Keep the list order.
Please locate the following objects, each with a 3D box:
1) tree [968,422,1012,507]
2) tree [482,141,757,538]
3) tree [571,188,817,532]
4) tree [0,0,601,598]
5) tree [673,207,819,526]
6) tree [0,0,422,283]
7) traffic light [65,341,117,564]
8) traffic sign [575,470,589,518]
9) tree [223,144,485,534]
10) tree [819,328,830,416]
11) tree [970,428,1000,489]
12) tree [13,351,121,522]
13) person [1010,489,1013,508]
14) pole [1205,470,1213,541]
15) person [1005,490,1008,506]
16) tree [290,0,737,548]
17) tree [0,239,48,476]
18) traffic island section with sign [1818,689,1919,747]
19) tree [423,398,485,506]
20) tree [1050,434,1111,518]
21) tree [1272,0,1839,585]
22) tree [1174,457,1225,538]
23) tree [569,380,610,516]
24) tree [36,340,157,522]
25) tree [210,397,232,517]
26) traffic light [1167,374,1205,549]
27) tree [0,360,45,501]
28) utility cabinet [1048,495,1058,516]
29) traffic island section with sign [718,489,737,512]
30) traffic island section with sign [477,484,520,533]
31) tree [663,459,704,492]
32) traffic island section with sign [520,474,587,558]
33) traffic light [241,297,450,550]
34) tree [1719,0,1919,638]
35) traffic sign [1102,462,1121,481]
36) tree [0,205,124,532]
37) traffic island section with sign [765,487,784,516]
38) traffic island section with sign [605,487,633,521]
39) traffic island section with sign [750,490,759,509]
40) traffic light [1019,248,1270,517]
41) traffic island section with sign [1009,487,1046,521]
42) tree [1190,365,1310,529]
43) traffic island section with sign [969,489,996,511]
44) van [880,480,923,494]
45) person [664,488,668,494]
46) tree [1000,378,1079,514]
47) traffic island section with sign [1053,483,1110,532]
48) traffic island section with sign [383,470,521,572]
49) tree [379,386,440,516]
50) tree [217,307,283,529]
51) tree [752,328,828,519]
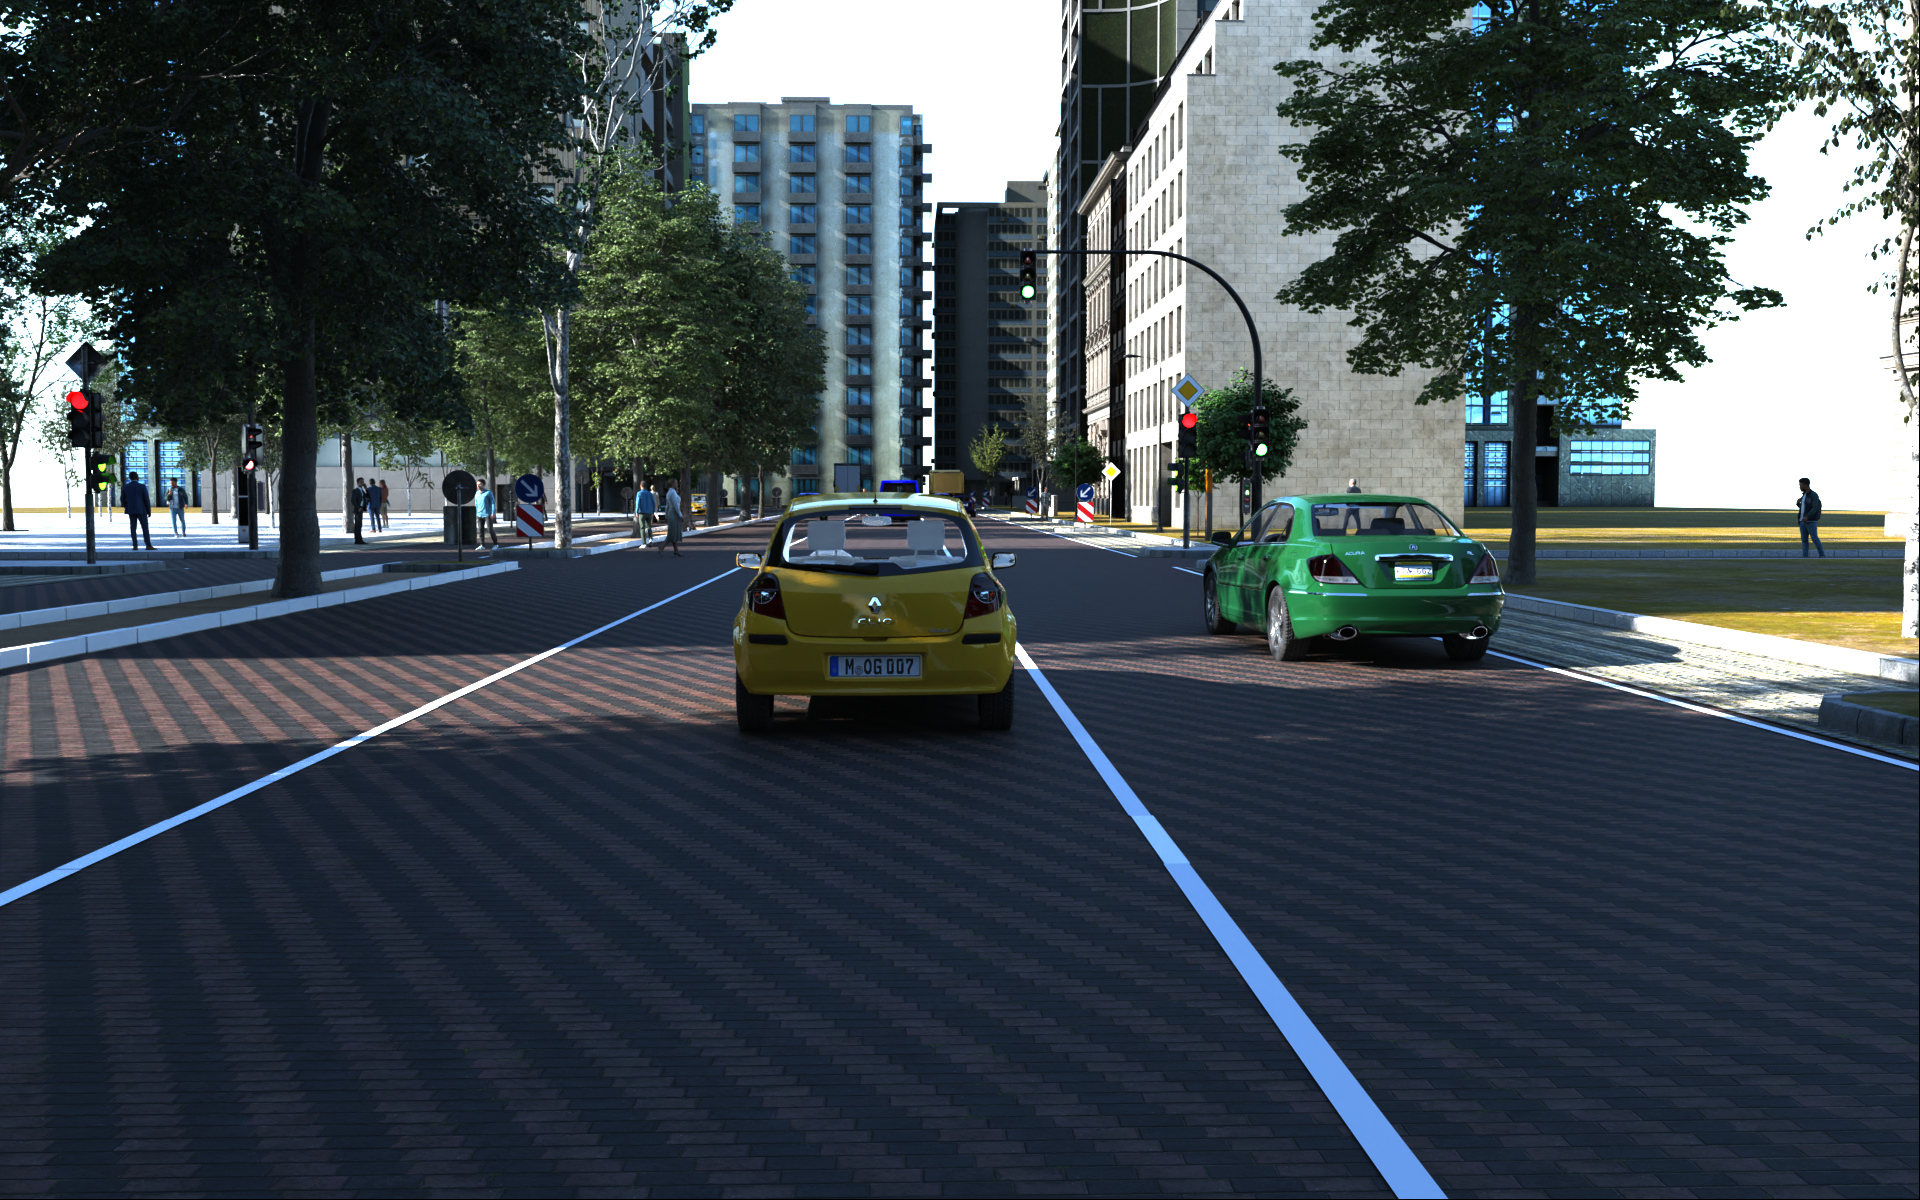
[{"bbox_3d":[3.059,-13.760,175.342,4.737,8.622,4.395,0,3,0],"label":"tree"},{"bbox_3d":[-10.509,-8.285,56.047,7.486,12.596,7.792,0,3,0],"label":"tree"},{"bbox_3d":[-10.295,-8.882,64.686,9.611,12.733,9.660,0,3,0],"label":"tree"},{"bbox_3d":[-9.203,-7.009,23.714,9.857,13.997,8.962,0,3,0],"label":"tree"},{"bbox_3d":[-11.198,-10.306,77.611,9.857,13.997,8.962,0,3,0],"label":"tree"},{"bbox_3d":[-8.699,-4.780,15.016,8.767,10.594,7.601,0,4,-2],"label":"tree"},{"bbox_3d":[-16.000,-2.623,31.812,0.839,4.253,0.868,0,4,-2],"label":"traffic light"},{"bbox_3d":[-19.921,-5.580,91.334,0.768,2.556,0.104,0,4,5],"label":"traffic sign"},{"bbox_3d":[-20.403,-8.445,56.203,7.486,12.596,7.792,0,3,0],"label":"tree"},{"bbox_3d":[-11.100,-11.006,89.065,9.857,13.997,8.962,0,3,0],"label":"tree"},{"bbox_3d":[3.100,-14.850,193.162,4.360,8.622,3.978,0,3,0],"label":"tree"},{"bbox_3d":[-47.101,-8.597,90.926,4.360,8.622,3.978,0,3,0],"label":"tree"},{"bbox_3d":[4.543,-9.158,156.292,0.721,1.766,1.217,0,4,2],"label":"person"},{"bbox_3d":[6.815,-3.275,47.394,0.158,3.312,0.155,0,3,0],"label":"pole"},{"bbox_3d":[5.204,-11.376,192.743,0.721,1.736,1.217,1,4,16],"label":"person"},{"bbox_3d":[-11.378,-11.384,44.472,12.611,20.169,13.585,0,3,0],"label":"tree"},{"bbox_3d":[-28.255,-7.789,44.360,9.611,12.733,9.660,0,3,0],"label":"tree"},{"bbox_3d":[6.320,-0.101,10.273,1.989,1.847,2.006,0,4,-2],"label":"traffic island section with sign"},{"bbox_3d":[-28.128,-8.863,95.280,4.737,8.622,4.395,0,3,0],"label":"tree"},{"bbox_3d":[6.552,-6.793,94.780,4.285,4.588,4.351,0,3,0],"label":"tree"},{"bbox_3d":[8.151,-6.519,24.711,7.486,12.596,7.792,0,3,0],"label":"tree"},{"bbox_3d":[7.146,-3.450,51.004,1.663,3.219,1.824,0,3,0],"label":"tree"},{"bbox_3d":[-21.525,-9.262,101.792,4.737,8.622,4.395,0,3,0],"label":"tree"},{"bbox_3d":[-39.050,-7.902,79.555,4.360,8.622,3.978,0,3,0],"label":"tree"},{"bbox_3d":[-41.103,-10.576,98.669,9.928,11.665,9.643,0,3,0],"label":"tree"},{"bbox_3d":[5.289,-3.155,40.508,0.839,4.253,0.868,0,4,-2],"label":"traffic light"},{"bbox_3d":[-46.677,-8.164,83.845,4.737,8.622,4.395,0,3,0],"label":"tree"},{"bbox_3d":[5.322,-5.444,100.169,0.306,1.237,1.020,-1,4,-20],"label":"utility cabinet"},{"bbox_3d":[-19.289,-8.135,141.643,1.989,1.847,2.006,0,4,-2],"label":"traffic island section with sign"},{"bbox_3d":[-16.778,-3.419,64.528,1.989,1.847,2.006,0,4,-2],"label":"traffic island section with sign"},{"bbox_3d":[-21.252,-9.142,133.183,4.285,4.588,4.351,0,3,0],"label":"tree"},{"bbox_3d":[-9.744,-1.936,39.795,2.006,1.907,1.989,0,4,-2],"label":"traffic island section with sign"},{"bbox_3d":[-14.172,-3.989,39.896,4.771,5.953,1.251,0,4,-2],"label":"traffic light"},{"bbox_3d":[8.763,-3.965,15.195,4.360,8.622,3.978,0,3,0],"label":"tree"},{"bbox_3d":[6.236,-4.376,71.274,0.795,2.593,0.064,0,4,6],"label":"traffic sign"},{"bbox_3d":[-32.673,-8.173,59.386,9.928,11.665,9.643,0,3,0],"label":"tree"},{"bbox_3d":[-12.196,-6.530,114.894,2.006,1.907,1.989,0,4,-2],"label":"traffic island section with sign"},{"bbox_3d":[-17.667,-5.092,91.885,1.989,1.847,2.006,0,4,-2],"label":"traffic island section with sign"},{"bbox_3d":[-20.171,-9.796,168.796,1.989,1.847,2.006,0,4,-2],"label":"traffic island section with sign"},{"bbox_3d":[3.461,-3.526,32.318,4.771,5.953,1.251,0,4,-2],"label":"traffic light"},{"bbox_3d":[3.649,-5.128,92.474,1.989,1.847,2.006,0,4,-2],"label":"traffic island section with sign"},{"bbox_3d":[7.336,-3.718,44.500,4.285,4.588,4.351,0,3,0],"label":"tree"},{"bbox_3d":[1.997,-8.256,143.612,1.989,1.847,2.006,0,4,-2],"label":"traffic island section with sign"},{"bbox_3d":[-2.759,-4.543,78.654,2.240,2.365,5.245,0,4,-2],"label":"van"},{"bbox_3d":[-21.868,-7.422,128.105,0.721,1.735,1.217,0,4,-5],"label":"person"},{"bbox_3d":[5.205,-9.724,109.343,4.360,8.622,3.978,0,3,0],"label":"tree"},{"bbox_3d":[4.532,-3.461,65.209,1.989,1.847,2.006,0,4,-2],"label":"traffic island section with sign"},{"bbox_3d":[-9.513,-1.483,32.391,2.006,1.907,1.989,0,4,-2],"label":"traffic island section with sign"},{"bbox_3d":[-31.995,-9.210,100.947,4.360,8.622,3.978,0,3,0],"label":"tree"},{"bbox_3d":[-25.561,-6.952,64.029,4.360,8.622,3.978,0,3,0],"label":"tree"},{"bbox_3d":[-11.483,-10.553,100.751,9.928,11.665,9.643,0,3,0],"label":"tree"}]
